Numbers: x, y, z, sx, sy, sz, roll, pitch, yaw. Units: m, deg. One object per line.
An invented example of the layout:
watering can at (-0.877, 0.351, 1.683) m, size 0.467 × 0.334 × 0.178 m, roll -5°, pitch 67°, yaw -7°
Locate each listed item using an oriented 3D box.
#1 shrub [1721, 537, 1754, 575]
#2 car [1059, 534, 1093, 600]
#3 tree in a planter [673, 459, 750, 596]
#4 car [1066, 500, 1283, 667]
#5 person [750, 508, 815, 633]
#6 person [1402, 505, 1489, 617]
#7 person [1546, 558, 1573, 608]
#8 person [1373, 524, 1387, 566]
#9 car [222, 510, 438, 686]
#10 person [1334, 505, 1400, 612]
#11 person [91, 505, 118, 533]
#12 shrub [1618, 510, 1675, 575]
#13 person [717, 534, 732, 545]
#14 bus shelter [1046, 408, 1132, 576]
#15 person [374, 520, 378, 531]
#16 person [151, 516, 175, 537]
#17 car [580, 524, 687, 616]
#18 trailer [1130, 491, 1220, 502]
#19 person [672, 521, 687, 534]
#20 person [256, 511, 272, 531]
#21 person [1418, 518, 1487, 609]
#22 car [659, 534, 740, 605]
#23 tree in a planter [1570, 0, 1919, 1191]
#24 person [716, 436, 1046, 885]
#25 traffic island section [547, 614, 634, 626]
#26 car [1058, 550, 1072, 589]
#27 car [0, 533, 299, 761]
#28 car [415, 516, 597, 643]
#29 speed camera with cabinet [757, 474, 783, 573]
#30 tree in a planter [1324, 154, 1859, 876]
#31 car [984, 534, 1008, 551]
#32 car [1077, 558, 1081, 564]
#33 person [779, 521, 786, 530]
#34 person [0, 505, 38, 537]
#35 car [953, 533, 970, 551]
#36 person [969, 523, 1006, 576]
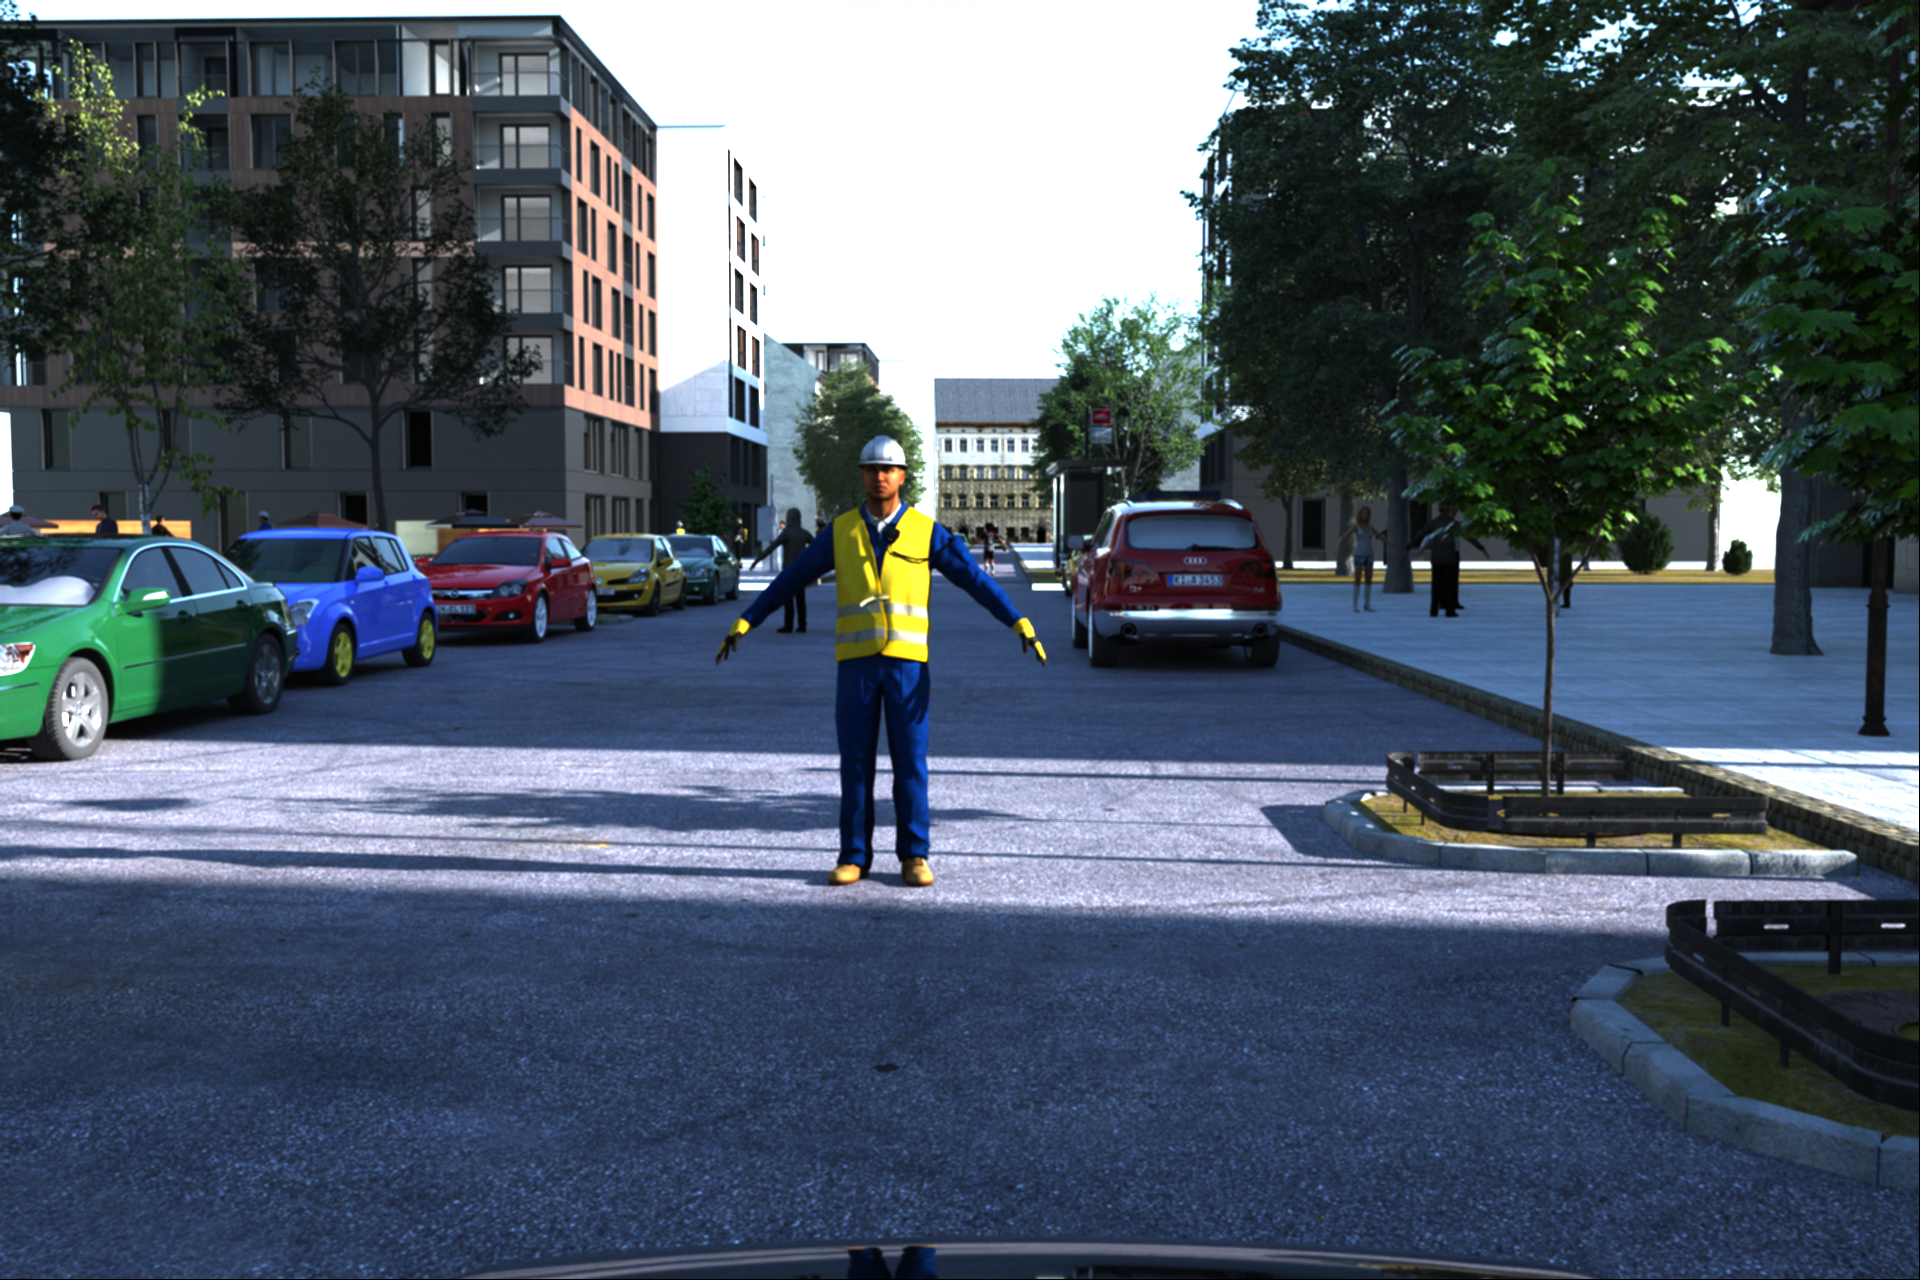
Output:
shrub at (24.108, -2.606, 53.717) m, size 1.383 × 1.207 × 1.383 m, roll 0°, pitch 3°, yaw 0°
car at (3.240, -1.735, 38.583) m, size 2.015 × 1.641 × 3.980 m, roll 0°, pitch 4°, yaw 0°
tree in a planter at (-6.066, -2.689, 41.189) m, size 1.991 × 3.239 × 1.994 m, roll 0°, pitch 4°, yaw 1°
car at (2.414, -0.704, 20.184) m, size 2.281 × 1.827 × 5.304 m, roll 0°, pitch 4°, yaw 0°
person at (-2.436, -1.018, 25.227) m, size 1.348 × 1.813 × 0.705 m, roll -3°, pitch 4°, yaw -38°
person at (7.504, -1.265, 26.856) m, size 1.348 × 1.807 × 0.705 m, roll 2°, pitch 4°, yaw 31°
person at (10.406, -1.429, 30.135) m, size 1.217 × 1.736 × 0.721 m, roll -1°, pitch 4°, yaw -20°
person at (17.196, -3.842, 69.545) m, size 1.216 × 1.740 × 0.721 m, roll 1°, pitch 4°, yaw 8°
car at (-6.623, -0.483, 17.481) m, size 1.945 × 1.707 × 3.694 m, roll 0°, pitch 4°, yaw 2°
person at (6.683, -1.340, 28.524) m, size 1.214 × 1.753 × 0.721 m, roll -1°, pitch 4°, yaw -18°
person at (-14.137, -1.347, 28.511) m, size 0.683 × 1.767 × 0.568 m, roll 2°, pitch 4°, yaw 32°
shrub at (21.751, -3.112, 54.926) m, size 1.661 × 2.075 × 1.752 m, roll 0°, pitch 3°, yaw 0°
person at (-8.362, -3.199, 58.436) m, size 1.347 × 1.817 × 0.704 m, roll -1°, pitch 4°, yaw -10°
bus shelter at (3.784, -4.597, 52.794) m, size 2.179 × 5.291 × 8.768 m, roll 0°, pitch 3°, yaw 0°
person at (-22.282, -3.698, 66.398) m, size 1.347 × 1.837 × 0.705 m, roll 1°, pitch 4°, yaw 23°
person at (-22.935, -2.668, 49.752) m, size 1.346 × 1.812 × 0.704 m, roll 1°, pitch 4°, yaw 18°
car at (-6.086, -1.293, 31.369) m, size 2.015 × 1.641 × 3.980 m, roll 0°, pitch 4°, yaw 1°
trailer at (2.972, -1.086, 24.812) m, size 1.471 × 1.999 × 3.904 m, roll 0°, pitch 4°, yaw 1°
person at (-10.842, -3.680, 66.637) m, size 1.216 × 1.772 × 0.721 m, roll -3°, pitch 5°, yaw -41°
person at (-17.166, -2.250, 42.671) m, size 0.705 × 1.842 × 1.347 m, roll 0°, pitch 4°, yaw 2°
person at (8.385, -1.434, 29.598) m, size 1.344 × 1.810 × 0.704 m, roll -1°, pitch 4°, yaw -17°
car at (-5.780, -1.504, 36.381) m, size 2.131 × 1.459 × 4.920 m, roll 0°, pitch 4°, yaw 1°
tree in a planter at (2.748, -0.445, 4.506) m, size 1.991 × 3.239 × 1.994 m, roll 0°, pitch 4°, yaw 2°
person at (-0.320, 0.080, 7.122) m, size 1.349 × 1.833 × 0.705 m, roll 0°, pitch 4°, yaw 4°
traffic island section at (-6.387, -0.321, 28.121) m, size 1.991 × 0.108 × 1.994 m, roll 0°, pitch 4°, yaw 1°
car at (3.528, -1.952, 44.492) m, size 1.945 × 1.354 × 3.894 m, roll 0°, pitch 4°, yaw 0°
car at (-6.440, -0.040, 12.458) m, size 2.131 × 1.459 × 4.920 m, roll 0°, pitch 4°, yaw 1°
car at (-6.350, -0.922, 24.107) m, size 2.155 × 1.783 × 4.494 m, roll 0°, pitch 4°, yaw 2°
speed camera with cabinet at (-6.363, -3.891, 57.956) m, size 0.660 × 3.252 × 2.038 m, roll 0°, pitch 4°, yaw 3°
tree in a planter at (2.805, -0.670, 8.184) m, size 1.991 × 3.239 × 1.994 m, roll 0°, pitch 4°, yaw 2°
car at (2.973, -8.207, 143.973) m, size 2.009 × 1.686 × 4.222 m, roll 0°, pitch 4°, yaw 0°
car at (3.006, -1.167, 29.296) m, size 2.015 × 1.641 × 3.980 m, roll 0°, pitch 4°, yaw 1°
person at (-7.156, -3.880, 69.631) m, size 1.347 × 1.806 × 0.705 m, roll 2°, pitch 4°, yaw 24°
person at (-16.311, -1.435, 29.929) m, size 1.216 × 1.778 × 0.721 m, roll -3°, pitch 5°, yaw -41°
car at (-0.346, -5.815, 103.877) m, size 1.959 × 1.807 × 4.718 m, roll 0°, pitch 4°, yaw 1°
person at (0.986, -3.116, 59.548) m, size 1.345 × 1.843 × 0.704 m, roll -1°, pitch 4°, yaw -20°
